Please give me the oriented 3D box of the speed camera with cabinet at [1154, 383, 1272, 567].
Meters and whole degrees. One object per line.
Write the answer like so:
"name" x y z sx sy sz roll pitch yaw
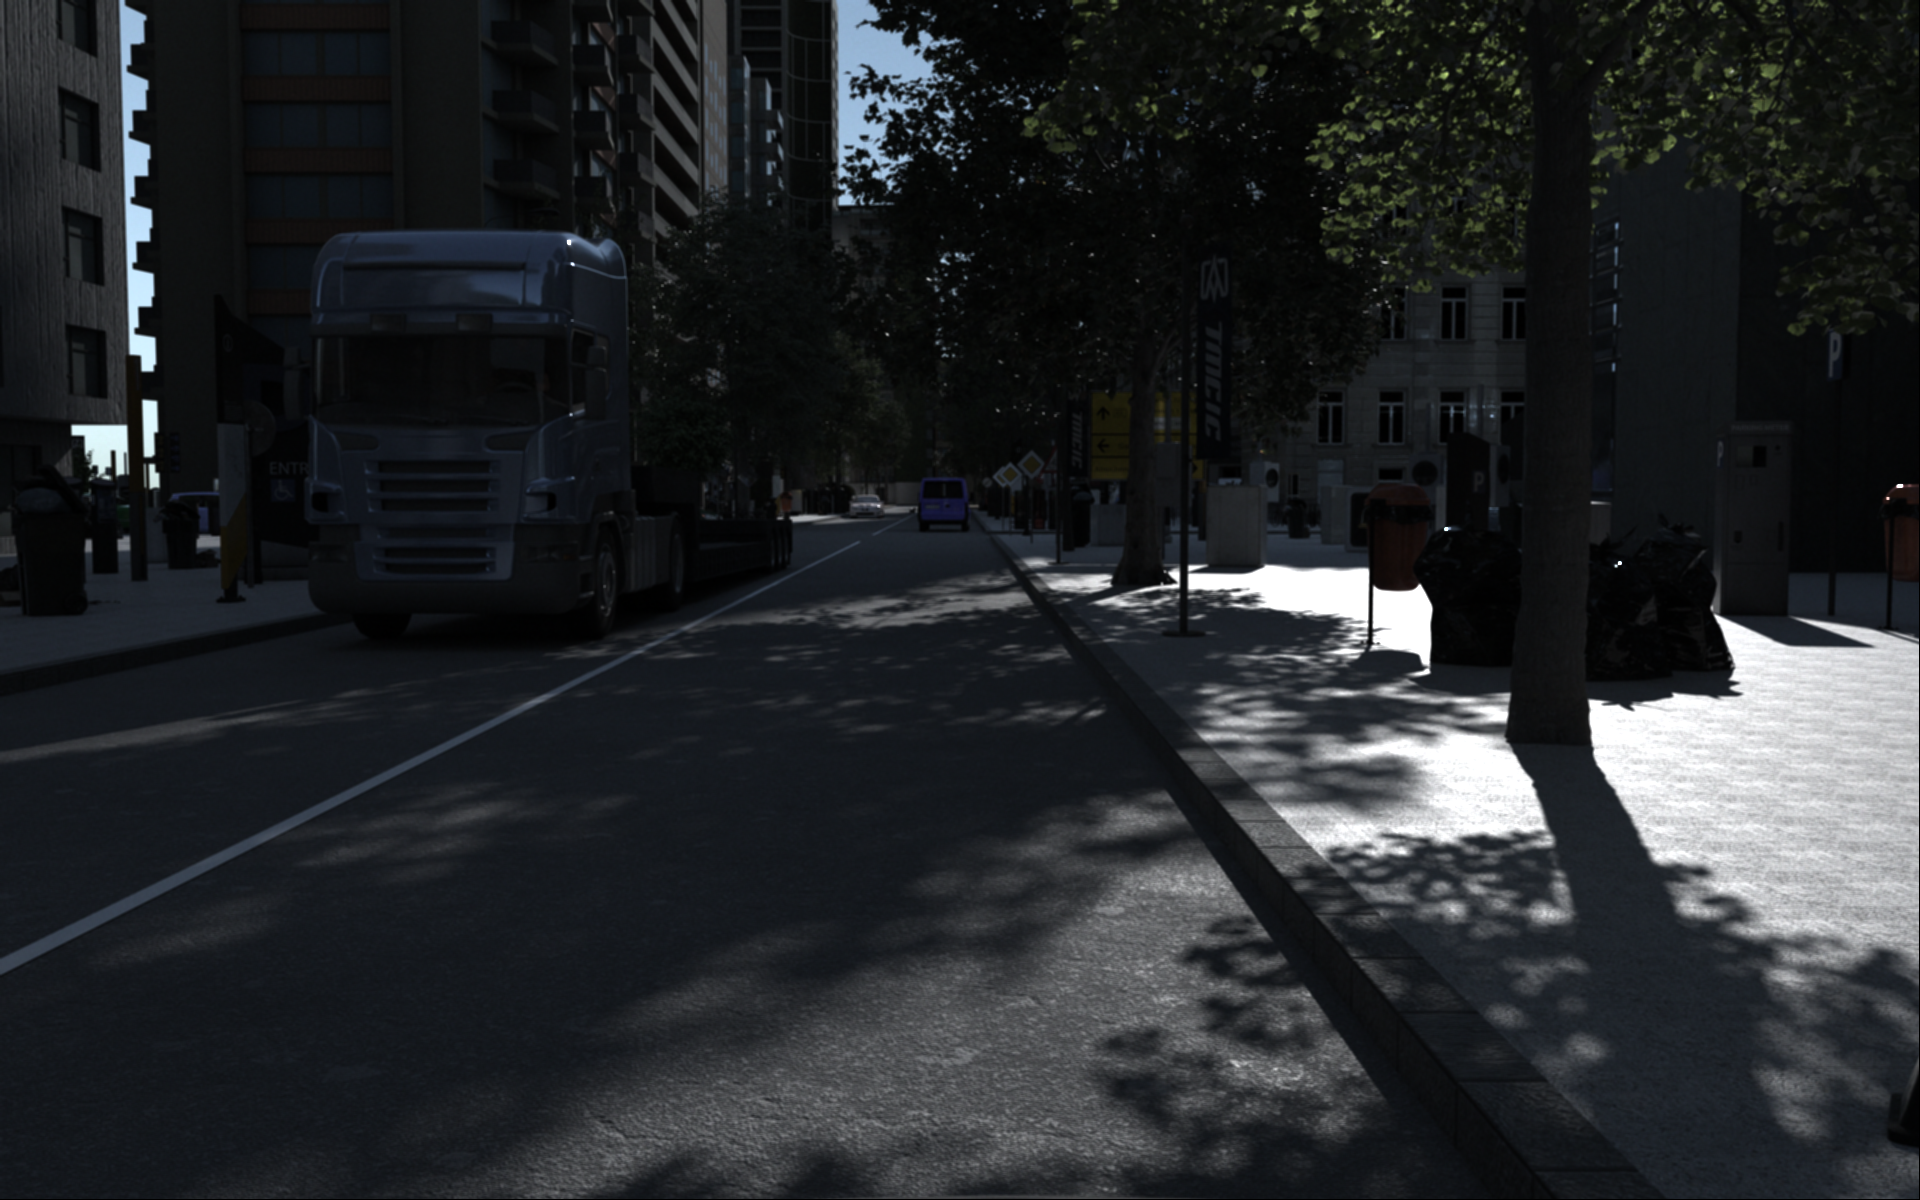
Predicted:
"speed camera with cabinet" 4.420 -2.233 30.847 2.038 3.252 0.660 1 4 22

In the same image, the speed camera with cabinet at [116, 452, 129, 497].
"speed camera with cabinet" -40.188 -5.406 82.724 0.660 3.252 2.038 -3 4 -38

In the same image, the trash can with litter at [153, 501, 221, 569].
"trash can with litter" -13.317 -1.133 29.911 0.624 1.170 1.055 1 4 17

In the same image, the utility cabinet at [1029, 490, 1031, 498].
"utility cabinet" 4.144 -5.779 103.168 1.173 1.500 0.318 2 4 31

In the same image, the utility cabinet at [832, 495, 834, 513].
"utility cabinet" -8.517 -6.478 117.072 0.306 1.237 1.020 2 4 29

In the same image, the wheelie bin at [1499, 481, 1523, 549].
"wheelie bin" 13.084 -2.013 40.813 0.980 1.594 0.693 -2 4 -23

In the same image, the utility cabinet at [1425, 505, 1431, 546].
"utility cabinet" 10.953 -1.810 40.754 1.020 1.237 0.306 3 5 43

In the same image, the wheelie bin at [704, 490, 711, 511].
"wheelie bin" -17.895 -7.068 123.476 0.693 1.594 0.980 -1 4 -13

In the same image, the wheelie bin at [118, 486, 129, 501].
"wheelie bin" -32.818 -3.706 68.500 0.980 1.594 0.693 -1 4 -20

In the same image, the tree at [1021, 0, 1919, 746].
"tree" 2.867 -5.562 9.060 7.486 12.596 7.792 0 3 0

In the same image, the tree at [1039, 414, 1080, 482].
"tree" 8.065 -11.066 131.295 4.737 8.622 4.395 0 3 0

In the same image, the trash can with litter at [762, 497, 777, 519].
"trash can with litter" -7.972 -3.645 70.981 0.624 1.170 1.055 -3 5 -43

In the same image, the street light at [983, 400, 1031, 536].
"street light" 1.531 -4.936 53.242 1.470 5.913 1.316 0 4 0

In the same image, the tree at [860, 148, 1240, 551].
"tree" 2.463 -6.393 38.938 8.767 10.594 7.601 0 4 1

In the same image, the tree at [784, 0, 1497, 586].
"tree" 2.598 -6.562 24.299 9.611 12.733 9.660 0 3 0

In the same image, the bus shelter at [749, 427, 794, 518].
"bus shelter" -10.699 -7.226 95.785 2.179 5.291 8.768 0 3 0

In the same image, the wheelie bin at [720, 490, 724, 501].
"wheelie bin" -18.129 -7.635 132.741 0.980 1.594 0.693 1 4 17

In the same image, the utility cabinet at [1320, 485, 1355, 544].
"utility cabinet" 9.704 -2.180 44.329 0.318 1.500 1.173 3 5 44

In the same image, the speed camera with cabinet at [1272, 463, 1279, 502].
"speed camera with cabinet" 8.047 -3.294 48.186 2.038 3.252 0.660 -3 5 -42

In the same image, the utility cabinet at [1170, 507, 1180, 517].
"utility cabinet" 11.851 -5.252 97.026 1.020 1.237 0.306 0 4 1

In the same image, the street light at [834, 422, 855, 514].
"street light" -7.429 -8.506 111.606 1.470 5.913 1.316 0 4 0

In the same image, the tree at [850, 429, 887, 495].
"tree" -8.487 -13.380 169.119 4.360 8.622 3.978 0 3 0

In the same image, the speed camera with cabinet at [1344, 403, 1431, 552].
"speed camera with cabinet" 9.524 -2.670 37.996 2.038 3.252 0.660 1 4 22

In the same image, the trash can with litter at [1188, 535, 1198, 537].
"trash can with litter" 7.790 -2.452 51.144 2.233 1.210 1.678 2 4 27

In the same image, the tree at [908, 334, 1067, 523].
"tree" 2.656 -9.250 76.994 9.928 11.665 9.643 0 3 0

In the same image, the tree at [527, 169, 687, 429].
"tree" -8.555 -5.494 40.186 4.737 8.622 4.395 0 3 0

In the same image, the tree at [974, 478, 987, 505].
"tree" 2.453 -12.857 204.809 1.663 3.219 1.824 0 3 0

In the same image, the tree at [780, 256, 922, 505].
"tree" -7.944 -17.116 135.737 12.611 20.169 13.585 0 3 0

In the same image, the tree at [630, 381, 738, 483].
"tree" -8.173 -4.095 50.661 4.285 4.588 4.351 0 3 0

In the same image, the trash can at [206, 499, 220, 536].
"trash can" -22.733 -2.536 53.121 0.748 1.137 0.748 0 3 0

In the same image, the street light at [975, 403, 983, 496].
"street light" 1.348 -6.987 86.775 1.470 5.913 1.316 0 4 0

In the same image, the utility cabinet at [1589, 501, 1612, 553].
"utility cabinet" 5.794 -0.312 16.271 0.306 1.237 1.020 3 5 40

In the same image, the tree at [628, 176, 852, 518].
"tree" -8.845 -9.954 69.399 9.857 13.997 8.962 0 3 0

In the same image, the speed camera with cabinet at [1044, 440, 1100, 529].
"speed camera with cabinet" 4.119 -4.246 63.750 2.038 3.252 0.660 1 4 9

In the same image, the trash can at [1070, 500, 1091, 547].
"trash can" 2.797 -1.845 41.821 0.748 1.137 0.748 0 3 0

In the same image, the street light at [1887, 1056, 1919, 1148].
"street light" 1.484 -1.881 3.301 1.470 5.913 1.316 0 4 0

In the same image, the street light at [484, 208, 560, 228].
"street light" -7.203 -3.409 28.284 1.470 5.913 1.316 0 4 0

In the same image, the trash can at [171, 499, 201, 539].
"trash can" -21.075 -2.174 47.202 0.748 1.137 0.748 0 3 0

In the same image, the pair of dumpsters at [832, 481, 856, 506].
"pair of dumpsters" -8.518 -7.591 126.602 1.574 2.255 4.437 0 3 0

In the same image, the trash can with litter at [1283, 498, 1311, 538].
"trash can with litter" 9.775 -2.370 50.142 0.624 1.170 1.055 2 4 27

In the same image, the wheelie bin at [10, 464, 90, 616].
"wheelie bin" -9.668 -0.641 18.385 0.693 1.594 0.980 -3 4 -38

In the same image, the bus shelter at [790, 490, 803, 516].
"bus shelter" -10.054 -6.766 104.541 2.014 3.302 5.546 0 4 0

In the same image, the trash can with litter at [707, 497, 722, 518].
"trash can with litter" -10.409 -3.873 74.715 1.055 1.170 0.624 2 4 33

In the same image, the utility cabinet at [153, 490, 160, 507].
"utility cabinet" -45.374 -5.513 98.810 0.318 1.500 1.173 2 4 31

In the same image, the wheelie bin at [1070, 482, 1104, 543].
"wheelie bin" 3.125 -2.313 45.725 0.693 1.594 0.980 -3 5 -44

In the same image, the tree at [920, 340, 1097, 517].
"tree" 2.997 -11.311 95.301 12.009 13.543 11.850 0 3 0

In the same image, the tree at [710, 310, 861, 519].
"tree" -8.533 -9.177 84.464 8.767 10.594 7.601 0 4 1

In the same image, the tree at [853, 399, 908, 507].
"tree" -8.441 -15.365 176.966 9.928 11.665 9.643 0 3 0

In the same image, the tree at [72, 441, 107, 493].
"tree" -32.130 -4.213 63.490 1.663 3.219 1.824 0 3 0

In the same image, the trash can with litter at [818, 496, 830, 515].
"trash can with litter" -8.241 -5.696 104.508 0.624 1.170 1.055 0 4 6

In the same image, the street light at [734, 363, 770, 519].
"street light" -7.411 -5.436 61.421 1.470 5.913 1.316 0 4 0
